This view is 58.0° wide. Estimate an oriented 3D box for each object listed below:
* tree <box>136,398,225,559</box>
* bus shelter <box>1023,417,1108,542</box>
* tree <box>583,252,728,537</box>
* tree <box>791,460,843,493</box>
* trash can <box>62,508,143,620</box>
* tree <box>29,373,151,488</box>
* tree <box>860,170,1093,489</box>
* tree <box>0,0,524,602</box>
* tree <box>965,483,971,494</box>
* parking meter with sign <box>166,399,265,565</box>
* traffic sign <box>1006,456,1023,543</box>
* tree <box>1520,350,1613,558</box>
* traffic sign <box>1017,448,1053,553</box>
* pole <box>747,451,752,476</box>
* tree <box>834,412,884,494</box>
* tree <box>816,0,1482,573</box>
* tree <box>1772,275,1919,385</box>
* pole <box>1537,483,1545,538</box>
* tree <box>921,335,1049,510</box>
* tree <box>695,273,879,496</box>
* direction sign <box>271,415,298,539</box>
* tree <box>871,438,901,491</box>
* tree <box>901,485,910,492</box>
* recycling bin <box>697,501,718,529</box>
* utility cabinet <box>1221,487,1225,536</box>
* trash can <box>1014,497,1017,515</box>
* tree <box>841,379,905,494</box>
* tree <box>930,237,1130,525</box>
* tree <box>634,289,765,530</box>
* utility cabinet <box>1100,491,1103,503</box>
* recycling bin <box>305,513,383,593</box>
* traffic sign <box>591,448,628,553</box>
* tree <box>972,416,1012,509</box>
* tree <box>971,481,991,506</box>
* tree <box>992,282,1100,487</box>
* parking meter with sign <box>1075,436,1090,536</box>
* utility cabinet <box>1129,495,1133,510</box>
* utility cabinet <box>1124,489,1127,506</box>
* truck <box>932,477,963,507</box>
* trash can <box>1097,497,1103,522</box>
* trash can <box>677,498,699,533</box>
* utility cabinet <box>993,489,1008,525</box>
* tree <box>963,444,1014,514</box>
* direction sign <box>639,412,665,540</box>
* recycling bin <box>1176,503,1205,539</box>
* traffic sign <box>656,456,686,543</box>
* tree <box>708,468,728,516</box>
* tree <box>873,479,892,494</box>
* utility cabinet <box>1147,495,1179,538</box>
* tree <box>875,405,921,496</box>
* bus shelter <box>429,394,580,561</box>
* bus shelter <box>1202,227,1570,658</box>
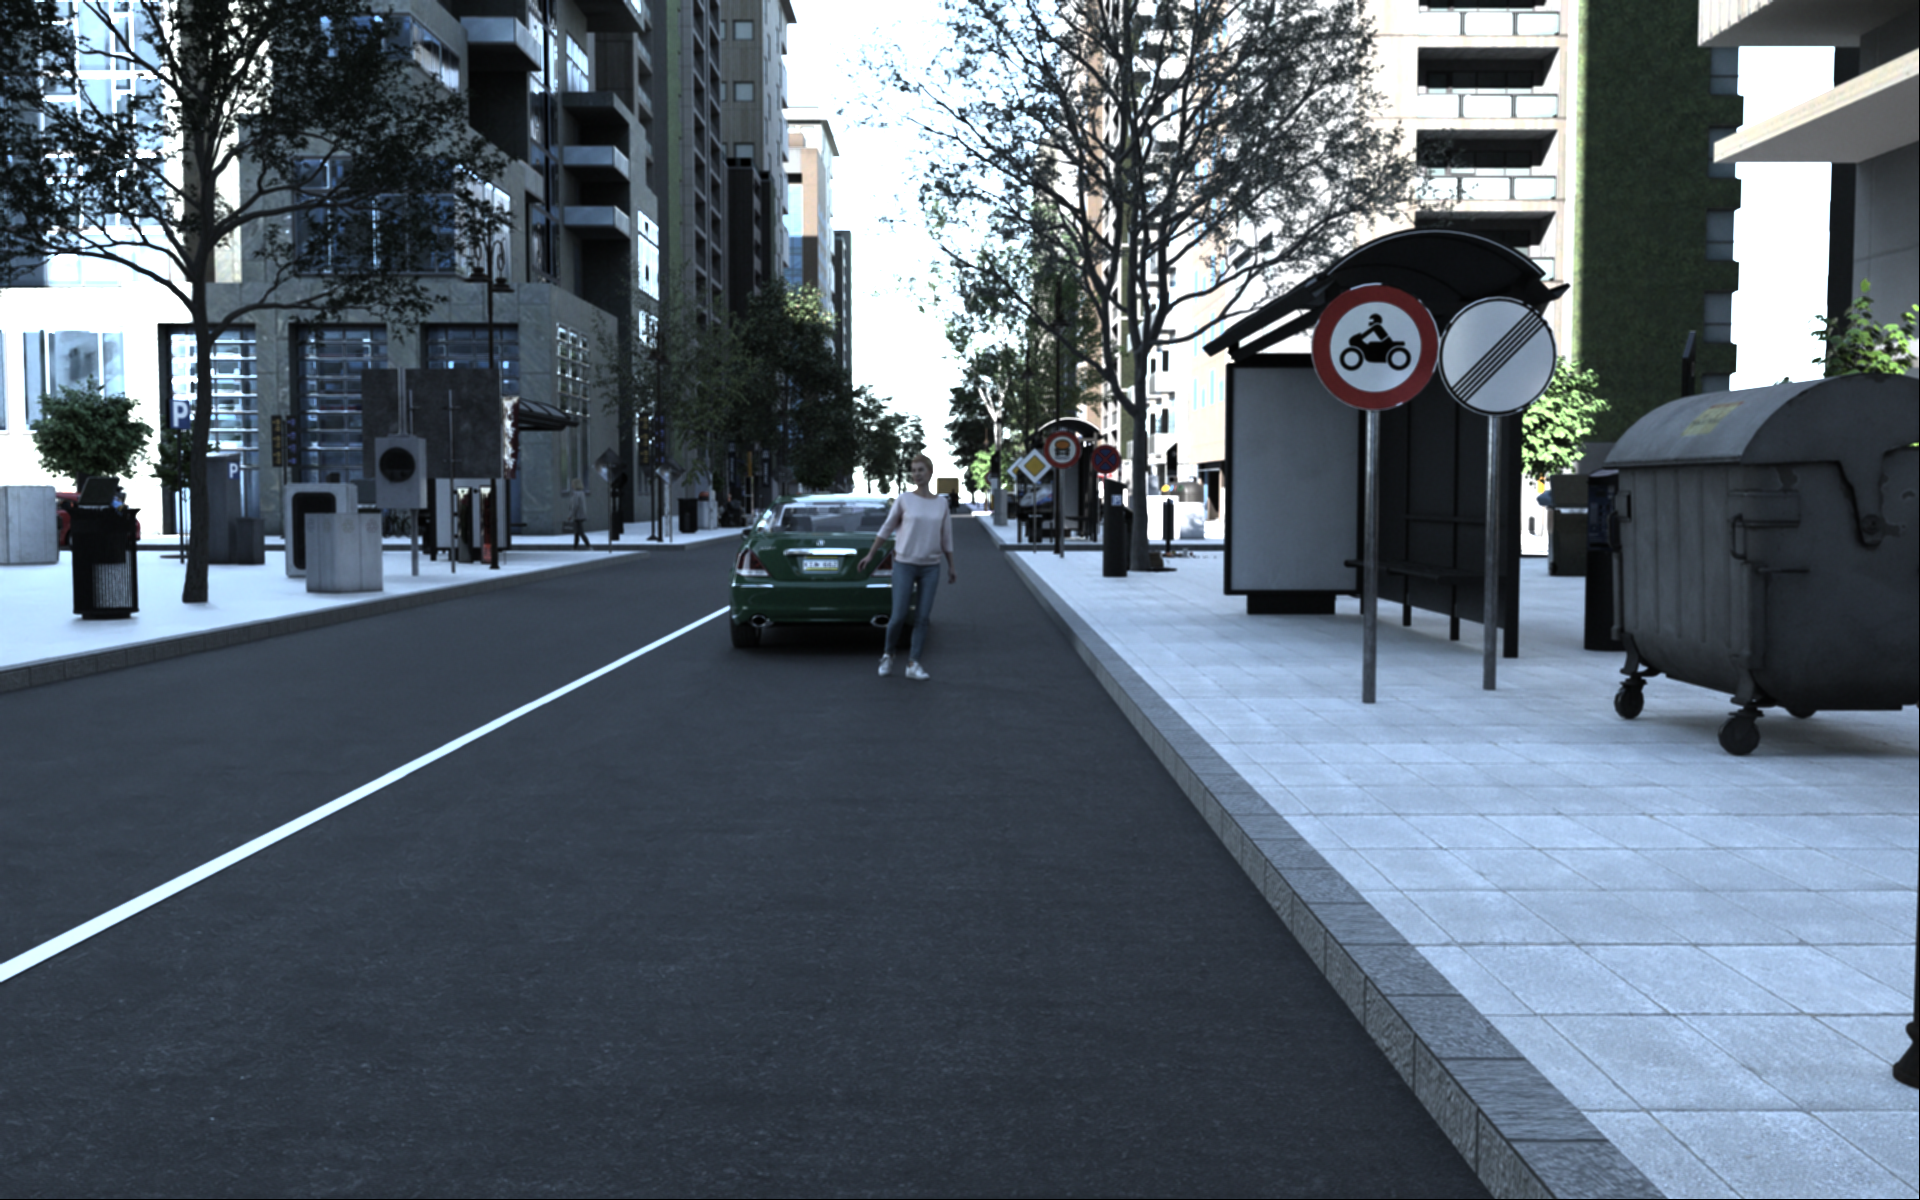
[{"bbox_3d":[-15.678,-2.456,34.752,1.663,3.219,1.824,0,3,0],"label":"tree"},{"bbox_3d":[2.876,-3.334,48.427,2.014,3.302,5.546,0,3,0],"label":"bus shelter"},{"bbox_3d":[-9.061,-6.214,51.968,4.360,8.622,3.978,0,3,0],"label":"tree"},{"bbox_3d":[-8.467,-7.237,102.045,4.285,4.588,4.351,0,3,0],"label":"tree"},{"bbox_3d":[-8.808,-0.378,17.838,0.748,1.137,0.748,0,3,0],"label":"trash can"},{"bbox_3d":[-23.605,-3.877,47.097,4.285,4.588,4.351,0,3,0],"label":"tree"},{"bbox_3d":[0.958,-15.031,101.650,12.611,20.169,13.585,0,3,0],"label":"tree"},{"bbox_3d":[-8.773,-5.259,20.396,7.601,10.594,8.767,-2,4,-27],"label":"tree"},{"bbox_3d":[1.522,-15.554,248.901,1.663,3.219,1.824,0,3,0],"label":"tree"},{"bbox_3d":[-13.581,-2.168,31.704,1.738,3.016,0.543,1,4,16],"label":"parking meter with sign"},{"bbox_3d":[1.599,-2.558,45.473,0.795,2.450,0.064,0,3,0],"label":"traffic sign"},{"bbox_3d":[11.585,-3.168,35.514,4.285,4.588,4.351,0,3,0],"label":"tree"},{"bbox_3d":[1.615,-2.070,37.488,0.795,2.450,0.064,0,3,0],"label":"traffic sign"},{"bbox_3d":[-10.015,-5.425,82.549,0.158,3.312,0.155,0,3,0],"label":"pole"},{"bbox_3d":[-9.341,-11.812,143.485,4.737,8.622,4.395,0,3,0],"label":"tree"},{"bbox_3d":[2.887,-7.221,28.427,12.009,13.543,11.850,0,3,0],"label":"tree"},{"bbox_3d":[8.092,-1.271,15.379,1.663,3.219,1.824,0,3,0],"label":"tree"},{"bbox_3d":[16.947,-3.464,50.486,0.158,3.312,0.155,0,3,0],"label":"pole"},{"bbox_3d":[2.669,-14.145,137.921,9.857,13.997,8.962,0,3,0],"label":"tree"},{"bbox_3d":[-8.992,-10.570,89.825,9.611,12.733,9.660,0,3,0],"label":"tree"},{"bbox_3d":[-19.411,-3.537,49.821,0.876,3.537,0.379,1,4,21],"label":"direction sign"},{"bbox_3d":[-9.152,-15.874,209.895,4.360,8.622,3.978,0,3,0],"label":"tree"},{"bbox_3d":[-8.753,-17.339,278.094,1.663,3.219,1.824,0,3,0],"label":"tree"},{"bbox_3d":[-9.330,-3.095,63.160,0.722,1.027,0.722,3,4,37],"label":"recycling bin"},{"bbox_3d":[8.025,-2.653,52.051,0.318,1.500,1.173,0,4,4],"label":"utility cabinet"},{"bbox_3d":[3.419,-5.360,99.286,0.748,1.137,0.748,0,3,0],"label":"trash can"},{"bbox_3d":[-9.174,-15.460,170.896,7.486,12.596,7.792,0,3,0],"label":"tree"},{"bbox_3d":[2.940,-8.904,71.338,9.928,11.665,9.643,0,3,0],"label":"tree"},{"bbox_3d":[-9.134,-6.803,61.587,4.737,8.622,4.395,0,3,0],"label":"tree"},{"bbox_3d":[8.688,-5.765,102.941,0.318,1.500,1.173,-1,4,-18],"label":"utility cabinet"},{"bbox_3d":[-8.111,-0.627,22.803,0.722,1.027,0.722,3,4,37],"label":"recycling bin"},{"bbox_3d":[-7.579,-2.070,37.489,0.795,2.450,0.064,0,3,0],"label":"traffic sign"},{"bbox_3d":[2.935,-13.609,172.864,4.360,8.622,3.978,0,3,0],"label":"tree"},{"bbox_3d":[2.668,-12.138,193.054,1.663,3.219,1.824,0,3,0],"label":"tree"},{"bbox_3d":[2.878,-6.764,60.960,4.737,8.622,4.395,0,3,0],"label":"tree"},{"bbox_3d":[3.789,-3.480,53.155,0.543,3.016,1.738,0,4,-3],"label":"parking meter with sign"},{"bbox_3d":[8.414,-4.262,80.843,1.020,1.237,0.306,2,4,24],"label":"utility cabinet"},{"bbox_3d":[4.930,-2.735,53.394,0.318,1.500,1.173,0,4,-2],"label":"utility cabinet"},{"bbox_3d":[-1.352,-11.942,191.181,3.469,3.379,9.791,0,4,-1],"label":"truck"},{"bbox_3d":[6.062,-4.028,77.514,0.748,1.137,0.748,0,3,0],"label":"trash can"},{"bbox_3d":[-8.941,-2.771,56.961,0.748,1.137,0.748,0,3,0],"label":"trash can"},{"bbox_3d":[1.652,-3.765,70.238,0.318,1.500,1.173,-1,4,-13],"label":"utility cabinet"},{"bbox_3d":[2.221,-7.856,112.165,4.285,4.588,4.351,0,3,0],"label":"tree"},{"bbox_3d":[-8.532,-3.428,48.047,0.876,3.537,0.379,2,4,27],"label":"direction sign"},{"bbox_3d":[6.567,-2.250,49.347,0.722,1.027,0.722,0,4,-2],"label":"recycling bin"},{"bbox_3d":[-7.596,-2.559,45.474,0.795,2.450,0.064,0,3,0],"label":"traffic sign"},{"bbox_3d":[-14.021,-6.414,99.475,1.663,3.219,1.824,0,3,0],"label":"tree"},{"bbox_3d":[-8.516,-11.677,185.527,1.663,3.219,1.824,0,3,0],"label":"tree"},{"bbox_3d":[5.909,-2.440,51.051,1.020,1.237,0.306,2,4,28],"label":"utility cabinet"},{"bbox_3d":[-8.548,-20.760,246.084,9.857,13.997,8.962,0,3,0],"label":"tree"},{"bbox_3d":[-9.416,-2.552,35.651,2.014,3.302,5.546,0,4,0],"label":"bus shelter"},{"bbox_3d":[3.606,-1.345,15.920,2.014,3.302,5.546,0,3,0],"label":"bus shelter"}]
